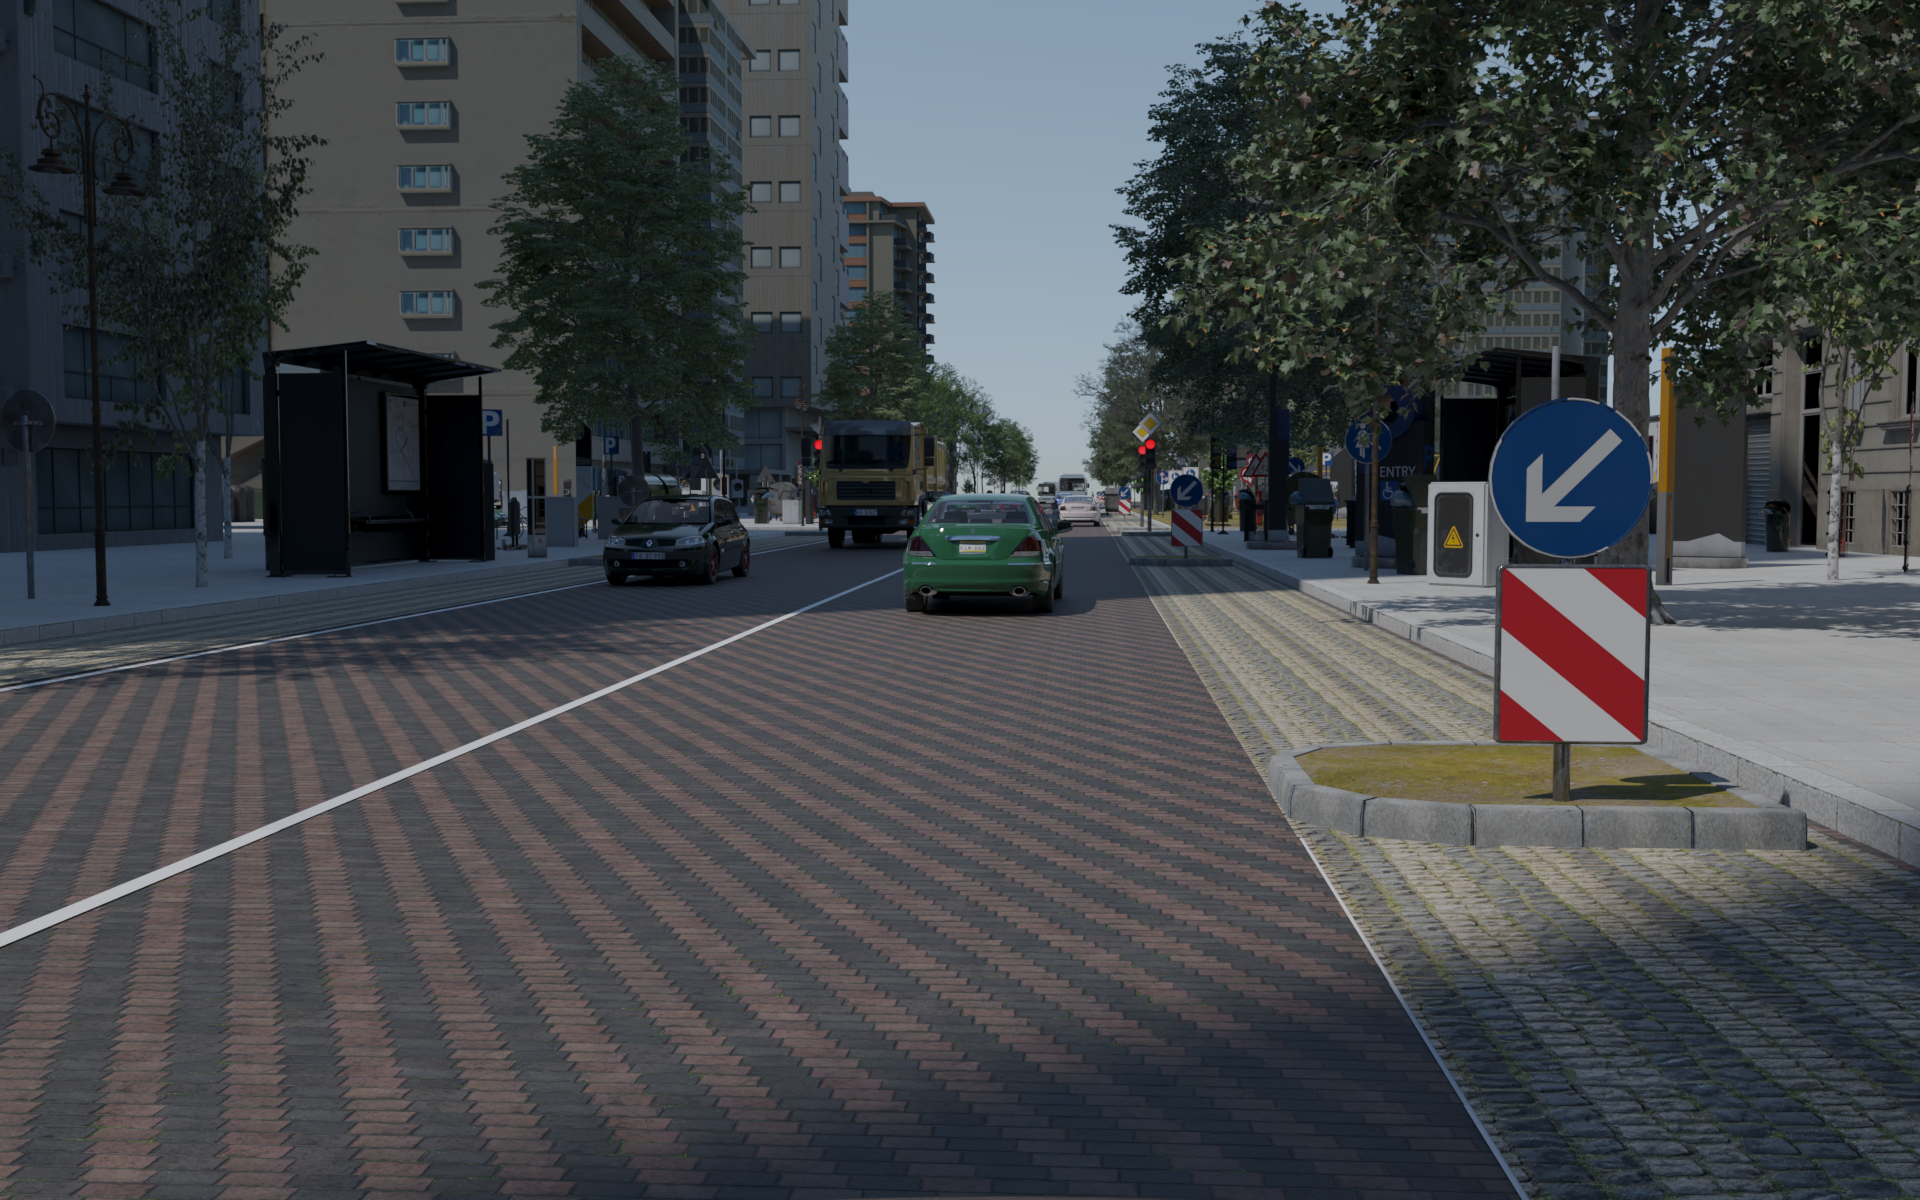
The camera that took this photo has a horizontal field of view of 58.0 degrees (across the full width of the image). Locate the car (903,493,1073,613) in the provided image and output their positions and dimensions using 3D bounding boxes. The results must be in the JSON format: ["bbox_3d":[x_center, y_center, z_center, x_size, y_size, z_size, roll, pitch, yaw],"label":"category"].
[{"bbox_3d":[0.374,-0.650,22.423,2.131,1.459,4.920,0,4,6],"label":"car"}]

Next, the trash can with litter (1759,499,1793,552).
[{"bbox_3d":[18.157,-1.659,38.513,0.624,1.170,1.055,2,4,31],"label":"trash can with litter"}]

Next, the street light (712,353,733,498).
[{"bbox_3d":[-7.345,-4.958,53.846,0.468,5.910,1.993,0,4,4],"label":"street light"}]

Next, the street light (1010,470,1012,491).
[{"bbox_3d":[7.798,-17.746,262.926,0.468,5.910,1.993,0,4,4],"label":"street light"}]

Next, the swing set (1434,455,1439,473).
[{"bbox_3d":[18.236,-4.350,68.737,3.119,2.851,2.862,-2,4,-34],"label":"swing set"}]

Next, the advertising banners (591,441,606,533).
[{"bbox_3d":[-11.832,-3.703,56.732,0.090,3.025,2.074,-2,4,-24],"label":"advertising banners"}]

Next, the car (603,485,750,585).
[{"bbox_3d":[-4.644,-1.158,28.726,2.009,1.686,4.222,0,4,5],"label":"car"}]

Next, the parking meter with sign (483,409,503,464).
[{"bbox_3d":[-10.079,-2.452,36.358,0.543,3.016,1.738,-2,4,-29],"label":"parking meter with sign"}]

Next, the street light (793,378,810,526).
[{"bbox_3d":[-6.282,-5.889,69.072,0.468,5.910,1.993,0,4,4],"label":"street light"}]

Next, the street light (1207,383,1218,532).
[{"bbox_3d":[8.534,-5.238,58.436,0.468,5.910,1.993,0,4,4],"label":"street light"}]

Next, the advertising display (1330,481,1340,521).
[{"bbox_3d":[18.014,-4.832,84.214,0.123,1.923,0.974,-3,5,-41],"label":"advertising display"}]

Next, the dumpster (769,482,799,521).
[{"bbox_3d":[-8.494,-4.725,83.007,1.264,1.857,1.865,0,4,4],"label":"dumpster"}]

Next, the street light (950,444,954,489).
[{"bbox_3d":[-0.684,-10.547,145.224,0.468,5.910,1.993,0,4,4],"label":"street light"}]

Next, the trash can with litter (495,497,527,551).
[{"bbox_3d":[-10.456,-1.769,39.986,1.678,1.210,2.233,0,4,-5],"label":"trash can with litter"}]

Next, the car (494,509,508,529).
[{"bbox_3d":[-19.484,-3.273,65.315,4.920,1.459,2.131,0,4,3],"label":"car"}]

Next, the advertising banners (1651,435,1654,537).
[{"bbox_3d":[21.121,-3.379,51.427,2.074,3.025,0.090,1,4,18],"label":"advertising banners"}]

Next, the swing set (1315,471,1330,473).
[{"bbox_3d":[24.904,-7.316,117.228,2.862,2.851,3.119,-2,4,-35],"label":"swing set"}]

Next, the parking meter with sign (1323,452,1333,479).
[{"bbox_3d":[15.049,-4.627,71.912,0.543,3.016,1.738,1,4,22],"label":"parking meter with sign"}]

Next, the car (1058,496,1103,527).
[{"bbox_3d":[5.351,-3.990,77.602,2.083,1.381,4.827,0,4,5],"label":"car"}]

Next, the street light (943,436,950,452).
[{"bbox_3d":[-1.308,-10.096,137.853,0.468,5.910,1.993,0,4,4],"label":"street light"}]

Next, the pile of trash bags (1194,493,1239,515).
[{"bbox_3d":[15.804,-5.931,106.726,3.447,1.369,1.912,0,4,-6],"label":"pile of trash bags"}]

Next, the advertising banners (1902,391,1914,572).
[{"bbox_3d":[15.964,-2.014,29.122,0.090,3.025,2.074,2,4,30],"label":"advertising banners"}]

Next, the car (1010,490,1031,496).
[{"bbox_3d":[5.455,-9.309,160.872,2.281,1.827,5.304,0,4,5],"label":"car"}]

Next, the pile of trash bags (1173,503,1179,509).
[{"bbox_3d":[18.197,-7.594,133.921,3.447,1.369,1.912,-2,4,-31],"label":"pile of trash bags"}]

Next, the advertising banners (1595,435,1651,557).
[{"bbox_3d":[12.976,-2.406,35.519,2.074,3.025,0.090,1,4,19],"label":"advertising banners"}]

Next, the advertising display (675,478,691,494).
[{"bbox_3d":[-11.551,-4.042,71.303,0.974,1.923,0.123,0,4,7],"label":"advertising display"}]

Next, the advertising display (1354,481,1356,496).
[{"bbox_3d":[20.391,-5.038,87.588,0.974,1.923,0.123,-1,4,-11],"label":"advertising display"}]

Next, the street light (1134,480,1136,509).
[{"bbox_3d":[15.184,-10.862,150.388,0.468,5.910,1.993,0,4,4],"label":"street light"}]

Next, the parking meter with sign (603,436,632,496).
[{"bbox_3d":[-10.102,-3.470,52.997,0.543,3.016,1.738,2,4,30],"label":"parking meter with sign"}]

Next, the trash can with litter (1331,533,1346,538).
[{"bbox_3d":[11.371,-2.409,50.447,2.233,1.210,1.678,-1,4,-23],"label":"trash can with litter"}]

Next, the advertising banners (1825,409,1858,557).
[{"bbox_3d":[17.977,-2.390,35.261,0.090,3.025,2.074,3,5,40],"label":"advertising banners"}]

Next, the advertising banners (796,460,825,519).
[{"bbox_3d":[-7.544,-5.675,88.966,2.074,3.025,0.090,-3,4,-36],"label":"advertising banners"}]

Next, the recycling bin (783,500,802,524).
[{"bbox_3d":[-7.156,-3.755,73.954,0.722,1.027,0.722,0,4,5],"label":"recycling bin"}]

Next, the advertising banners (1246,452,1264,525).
[{"bbox_3d":[12.386,-4.614,71.624,0.090,3.025,2.074,-1,4,-23],"label":"advertising banners"}]

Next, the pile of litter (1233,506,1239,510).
[{"bbox_3d":[21.845,-7.527,137.034,1.176,0.858,1.719,0,4,8],"label":"pile of litter"}]

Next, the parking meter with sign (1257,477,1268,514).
[{"bbox_3d":[19.608,-6.971,110.231,1.738,3.016,0.543,-2,4,-26],"label":"parking meter with sign"}]

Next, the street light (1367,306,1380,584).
[{"bbox_3d":[5.917,-3.169,24.609,0.468,5.910,1.993,0,4,4],"label":"street light"}]

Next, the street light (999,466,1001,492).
[{"bbox_3d":[5.314,-15.621,228.198,0.468,5.910,1.993,0,4,4],"label":"street light"}]

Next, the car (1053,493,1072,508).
[{"bbox_3d":[8.366,-7.889,138.571,1.945,1.707,3.694,0,4,4],"label":"car"}]

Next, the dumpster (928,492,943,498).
[{"bbox_3d":[-1.784,-7.866,134.362,1.264,1.857,1.865,0,4,4],"label":"dumpster"}]

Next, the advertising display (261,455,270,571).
[{"bbox_3d":[-11.723,-1.476,29.351,0.123,1.923,0.974,-1,4,-19],"label":"advertising display"}]

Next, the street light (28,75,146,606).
[{"bbox_3d":[-9.847,-2.869,19.698,0.468,5.910,1.993,0,4,4],"label":"street light"}]

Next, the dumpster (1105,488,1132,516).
[{"bbox_3d":[10.485,-6.516,114.760,1.865,1.857,1.264,0,4,5],"label":"dumpster"}]

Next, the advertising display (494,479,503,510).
[{"bbox_3d":[-20.710,-4.371,76.675,0.974,1.923,0.123,1,4,16],"label":"advertising display"}]

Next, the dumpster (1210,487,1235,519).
[{"bbox_3d":[13.348,-5.055,88.410,1.264,1.857,1.865,0,4,4],"label":"dumpster"}]

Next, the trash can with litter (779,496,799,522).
[{"bbox_3d":[-7.874,-4.180,79.733,1.055,1.170,0.624,2,4,32],"label":"trash can with litter"}]
